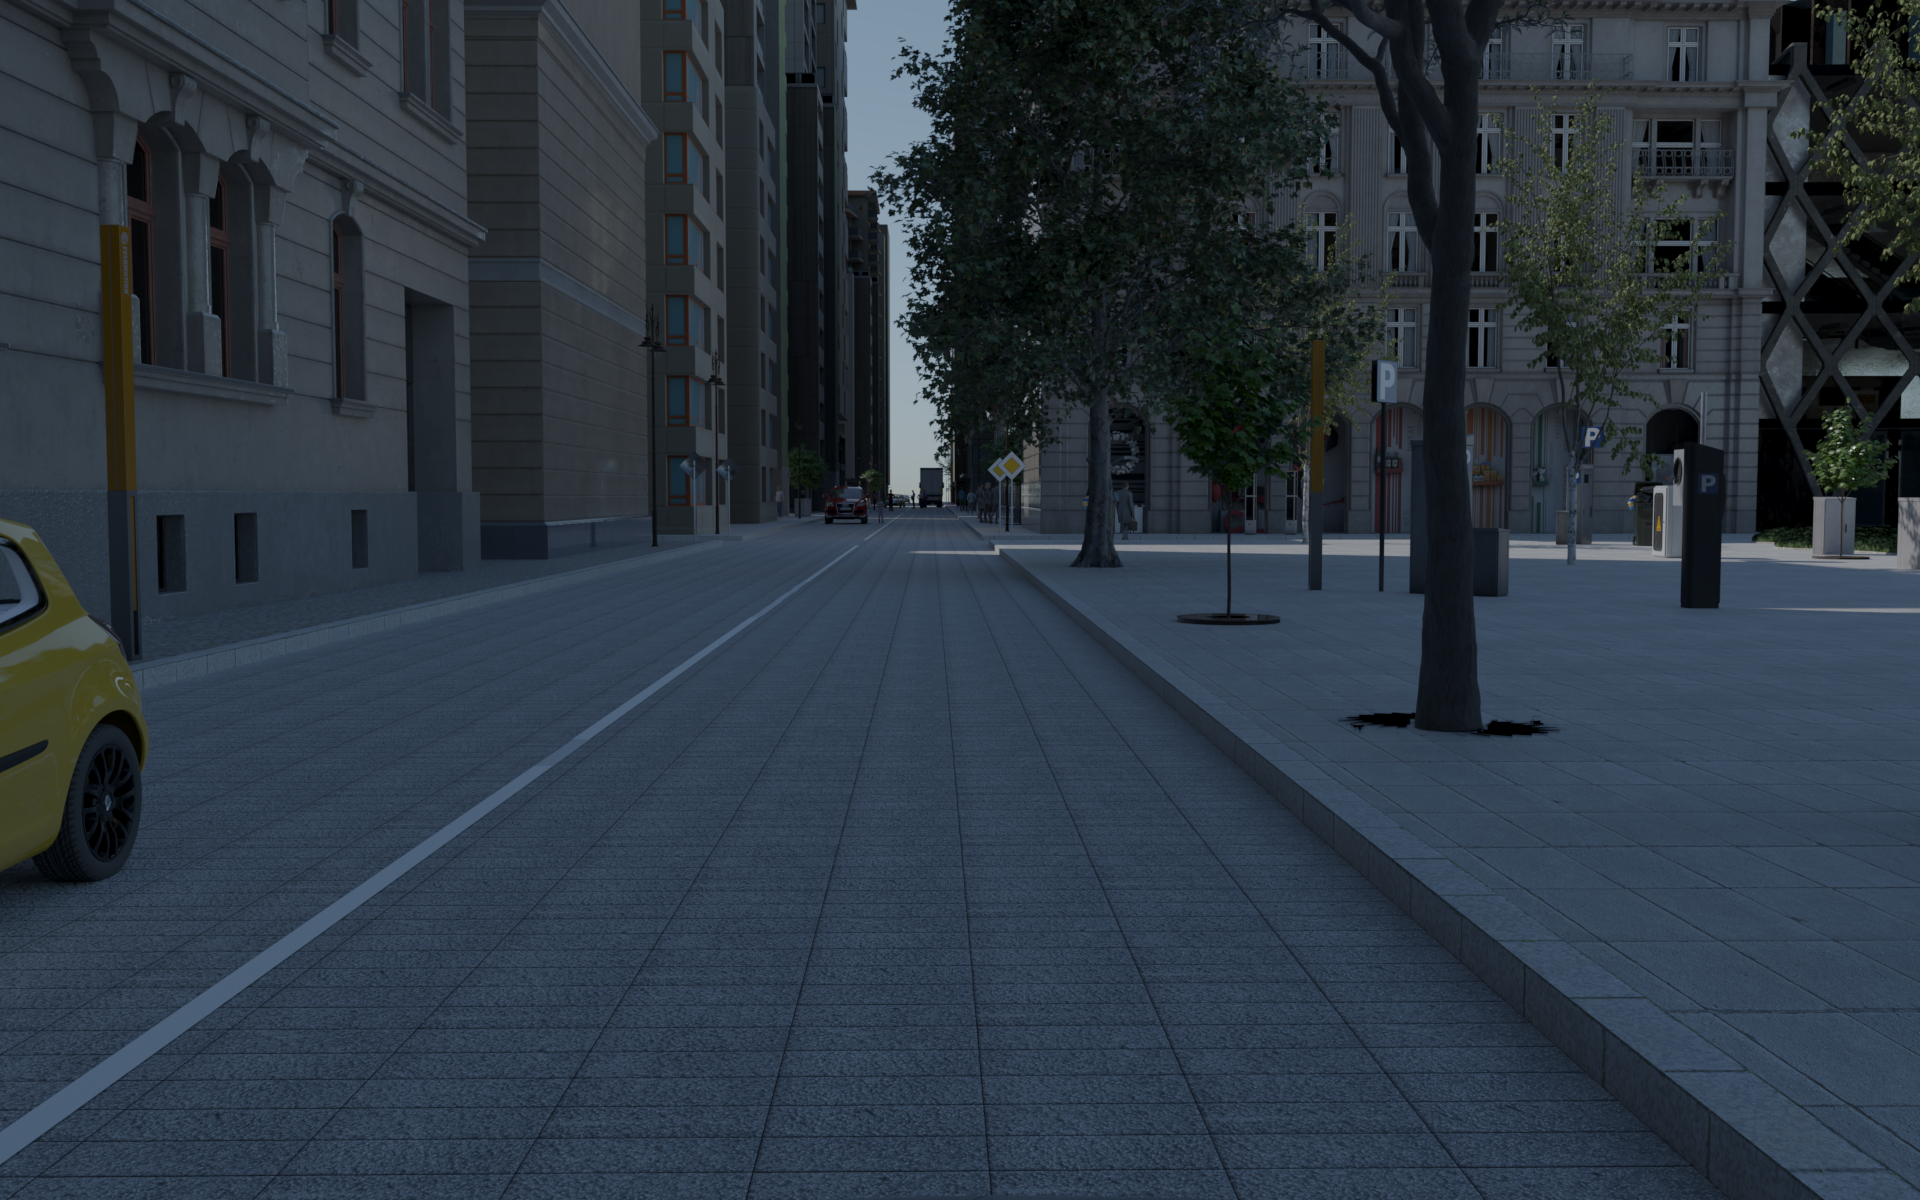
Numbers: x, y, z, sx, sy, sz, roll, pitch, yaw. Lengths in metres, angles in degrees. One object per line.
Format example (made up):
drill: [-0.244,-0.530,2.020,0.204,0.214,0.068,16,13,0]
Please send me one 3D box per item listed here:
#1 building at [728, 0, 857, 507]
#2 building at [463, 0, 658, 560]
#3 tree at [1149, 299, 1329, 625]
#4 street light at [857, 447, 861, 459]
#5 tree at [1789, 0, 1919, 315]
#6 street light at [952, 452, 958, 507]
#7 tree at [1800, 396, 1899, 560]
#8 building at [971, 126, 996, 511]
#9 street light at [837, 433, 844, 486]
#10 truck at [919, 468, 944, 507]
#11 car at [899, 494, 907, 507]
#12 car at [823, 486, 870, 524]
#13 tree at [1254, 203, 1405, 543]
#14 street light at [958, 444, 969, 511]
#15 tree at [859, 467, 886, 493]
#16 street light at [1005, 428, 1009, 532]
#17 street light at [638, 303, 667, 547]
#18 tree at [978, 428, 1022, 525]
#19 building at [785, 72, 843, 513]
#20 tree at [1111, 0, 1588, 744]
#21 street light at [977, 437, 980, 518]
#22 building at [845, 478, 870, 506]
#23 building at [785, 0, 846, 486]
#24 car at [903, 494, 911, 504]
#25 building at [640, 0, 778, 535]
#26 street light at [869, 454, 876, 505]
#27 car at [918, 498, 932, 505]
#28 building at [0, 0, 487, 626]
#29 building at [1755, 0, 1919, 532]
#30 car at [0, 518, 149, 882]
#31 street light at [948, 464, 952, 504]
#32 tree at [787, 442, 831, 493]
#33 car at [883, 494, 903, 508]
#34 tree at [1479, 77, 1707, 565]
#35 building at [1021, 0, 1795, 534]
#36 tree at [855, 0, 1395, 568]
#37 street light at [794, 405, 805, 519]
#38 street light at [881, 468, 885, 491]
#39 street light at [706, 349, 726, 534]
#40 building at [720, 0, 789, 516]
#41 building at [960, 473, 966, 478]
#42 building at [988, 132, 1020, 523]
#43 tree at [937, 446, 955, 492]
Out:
building: [-24.446,-35.093,163.010,28.713,52.752,27.495,0,4,-1]
building: [-17.897,-15.501,39.345,20.117,28.700,13.634,0,4,-1]
tree: [2.836,-1.388,17.302,1.663,3.219,1.824,0,3,0]
street light: [-9.694,-11.823,166.089,0.468,5.910,1.993,0,4,-1]
tree: [12.786,-4.368,21.782,4.737,8.622,4.395,0,3,0]
street light: [-0.271,-12.036,169.582,0.468,5.910,1.993,0,4,-1]
tree: [17.391,-2.415,34.094,1.663,3.219,1.824,0,3,0]
building: [7.818,-27.754,137.368,14.154,41.232,14.086,0,4,-1]
street light: [-9.051,-9.707,131.497,0.468,5.910,1.993,0,4,-1]
truck: [-3.094,-12.216,188.649,2.839,4.237,11.283,0,4,-1]
car: [-6.768,-10.803,186.854,2.015,1.641,3.980,0,4,-3]
car: [-5.503,-4.617,84.160,2.281,1.827,5.304,0,4,-2]
tree: [9.220,-5.776,44.797,4.737,8.622,4.395,0,3,0]
street light: [0.300,-9.887,134.435,0.468,5.910,1.993,0,4,-1]
tree: [-10.456,-13.646,206.829,4.285,4.588,4.351,0,3,0]
street light: [1.621,-5.288,59.246,0.468,5.910,1.993,0,4,-1]
street light: [-7.457,-4.243,42.164,0.468,5.910,1.993,0,4,-1]
tree: [2.597,-5.401,72.015,4.285,4.588,4.351,0,3,0]
building: [-15.742,-21.260,119.295,14.160,30.474,14.107,0,4,-1]
tree: [2.608,-6.046,9.229,12.009,13.543,11.850,0,3,0]
street light: [1.029,-7.444,94.493,0.468,5.910,1.993,0,4,-1]
building: [-26.271,-30.482,190.266,32.217,40.220,23.993,0,4,-1]
building: [-19.776,-42.830,138.515,20.563,71.187,20.611,0,4,-1]
car: [-8.488,-15.344,263.236,2.083,1.381,4.827,0,3,0]
building: [-22.345,-13.634,67.956,27.650,21.520,28.899,0,4,-1]
street light: [-10.253,-13.939,200.684,0.468,5.910,1.993,0,4,-1]
car: [-4.447,-12.875,223.083,1.945,1.354,3.894,0,4,0]
building: [-14.236,-14.081,17.618,14.401,28.519,23.554,0,4,-1]
building: [34.418,-11.958,62.972,16.811,18.784,16.820,0,4,-1]
car: [-3.949,0.318,5.027,2.015,1.641,3.980,0,4,-2]
street light: [-0.821,-14.186,204.726,0.468,5.910,1.993,0,4,-1]
tree: [-9.814,-7.668,109.088,4.285,4.588,4.351,0,3,0]
car: [-6.901,-10.189,178.385,2.131,1.459,4.920,0,4,-2]
tree: [11.196,-4.933,31.012,4.737,8.622,4.395,0,3,0]
building: [14.017,-13.397,60.840,24.055,21.916,13.314,0,4,-1]
tree: [2.494,-6.932,30.352,9.611,12.733,9.660,0,3,0]
street light: [-8.346,-7.171,90.029,0.468,5.910,1.993,0,4,-1]
street light: [-11.061,-16.929,249.572,0.468,5.910,1.993,0,4,-1]
street light: [-7.788,-5.055,55.435,0.468,5.910,1.993,0,4,-1]
building: [-17.267,-25.278,96.882,14.154,41.232,14.086,0,4,-1]
building: [12.052,-34.001,175.532,23.786,49.044,30.456,0,4,-1]
building: [8.402,-18.312,85.301,13.634,28.700,20.117,0,4,-1]
tree: [-0.656,-16.130,214.081,4.737,8.622,4.395,0,3,0]
